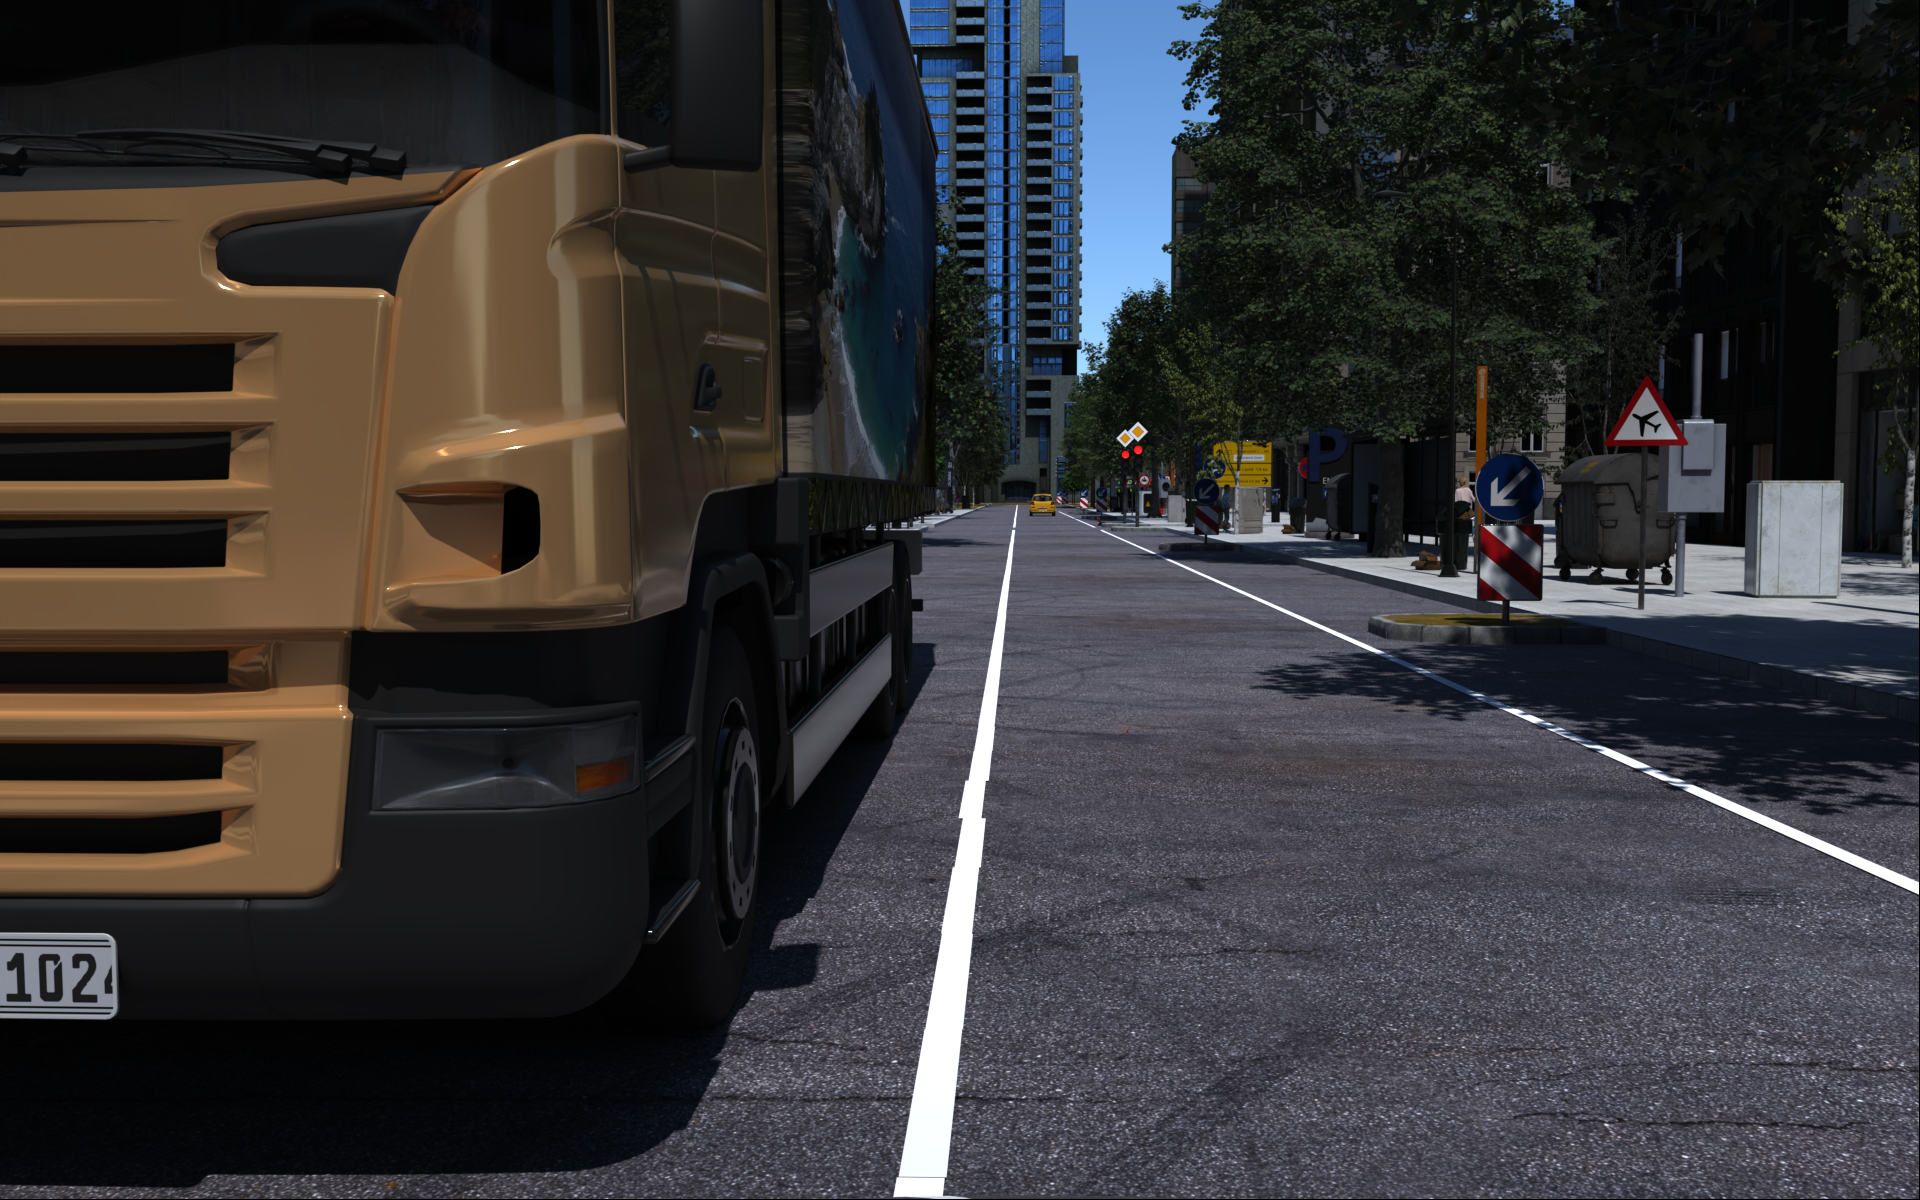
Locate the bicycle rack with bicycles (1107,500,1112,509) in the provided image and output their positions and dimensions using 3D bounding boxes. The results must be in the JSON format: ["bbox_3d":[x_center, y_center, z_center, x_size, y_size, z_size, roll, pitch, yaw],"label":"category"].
[{"bbox_3d":[13.066,-8.070,145.334,2.925,0.926,2.852,3,5,43],"label":"bicycle rack with bicycles"}]

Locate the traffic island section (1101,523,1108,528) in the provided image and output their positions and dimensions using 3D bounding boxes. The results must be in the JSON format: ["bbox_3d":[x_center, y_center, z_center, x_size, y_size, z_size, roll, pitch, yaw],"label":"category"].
[{"bbox_3d":[7.177,-3.238,75.226,2.009,0.180,2.903,0,4,2],"label":"traffic island section"}]

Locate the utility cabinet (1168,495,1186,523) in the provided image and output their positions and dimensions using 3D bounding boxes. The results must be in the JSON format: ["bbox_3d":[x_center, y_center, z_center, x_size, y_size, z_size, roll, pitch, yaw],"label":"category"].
[{"bbox_3d":[9.880,-4.089,78.018,1.020,1.237,0.306,0,4,1],"label":"utility cabinet"}]

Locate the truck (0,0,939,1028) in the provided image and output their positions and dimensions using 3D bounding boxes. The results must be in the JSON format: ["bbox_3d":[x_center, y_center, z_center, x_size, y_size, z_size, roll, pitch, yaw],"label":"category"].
[{"bbox_3d":[-1.627,-1.173,8.088,2.839,4.237,11.283,0,4,2],"label":"truck"}]

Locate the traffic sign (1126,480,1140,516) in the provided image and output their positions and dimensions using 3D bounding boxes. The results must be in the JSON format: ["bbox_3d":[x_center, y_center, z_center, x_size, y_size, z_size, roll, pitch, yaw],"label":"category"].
[{"bbox_3d":[10.222,-6.287,102.792,0.884,2.594,0.081,0,4,3],"label":"traffic sign"}]

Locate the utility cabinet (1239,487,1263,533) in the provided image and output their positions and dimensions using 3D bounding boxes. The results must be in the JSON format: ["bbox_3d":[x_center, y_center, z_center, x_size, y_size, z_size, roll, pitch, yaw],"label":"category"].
[{"bbox_3d":[9.385,-2.903,56.149,0.318,1.500,1.173,3,5,43],"label":"utility cabinet"}]

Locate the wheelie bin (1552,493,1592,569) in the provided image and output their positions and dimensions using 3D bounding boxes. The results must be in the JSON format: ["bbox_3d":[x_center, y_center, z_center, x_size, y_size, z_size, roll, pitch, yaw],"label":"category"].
[{"bbox_3d":[10.630,-1.344,29.875,0.693,1.594,0.980,2,4,29],"label":"wheelie bin"}]

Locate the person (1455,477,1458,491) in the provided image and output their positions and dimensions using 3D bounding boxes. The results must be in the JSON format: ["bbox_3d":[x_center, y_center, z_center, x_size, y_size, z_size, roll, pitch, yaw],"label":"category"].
[{"bbox_3d":[15.422,-2.935,54.128,0.391,1.810,0.635,-2,4,-33],"label":"person"}]

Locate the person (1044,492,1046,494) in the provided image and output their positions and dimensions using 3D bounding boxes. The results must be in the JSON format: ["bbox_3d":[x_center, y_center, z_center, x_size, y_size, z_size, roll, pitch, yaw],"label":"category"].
[{"bbox_3d":[10.987,-13.207,225.141,0.721,1.736,1.217,-3,5,-41],"label":"person"}]

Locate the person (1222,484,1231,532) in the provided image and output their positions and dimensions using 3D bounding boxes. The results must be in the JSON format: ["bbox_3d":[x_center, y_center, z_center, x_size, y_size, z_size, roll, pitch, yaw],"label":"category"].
[{"bbox_3d":[8.923,-3.065,57.970,0.330,1.601,0.589,1,4,19],"label":"person"}]

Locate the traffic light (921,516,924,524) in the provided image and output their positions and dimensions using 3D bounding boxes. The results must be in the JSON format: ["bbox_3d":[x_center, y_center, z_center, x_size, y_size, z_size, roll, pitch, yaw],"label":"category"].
[{"bbox_3d":[-1.619,-5.289,75.394,0.839,4.253,0.868,0,4,2],"label":"traffic light"}]

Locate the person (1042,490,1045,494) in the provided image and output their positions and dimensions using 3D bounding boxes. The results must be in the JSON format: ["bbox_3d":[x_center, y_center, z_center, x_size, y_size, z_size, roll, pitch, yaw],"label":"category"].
[{"bbox_3d":[8.687,-10.604,181.508,0.705,1.869,1.348,3,4,39],"label":"person"}]

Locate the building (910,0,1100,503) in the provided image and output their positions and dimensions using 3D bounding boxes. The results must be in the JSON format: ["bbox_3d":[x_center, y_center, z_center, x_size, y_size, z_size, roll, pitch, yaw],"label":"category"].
[{"bbox_3d":[4.723,-57.560,253.773,31.000,86.520,22.319,0,4,2],"label":"building"}]

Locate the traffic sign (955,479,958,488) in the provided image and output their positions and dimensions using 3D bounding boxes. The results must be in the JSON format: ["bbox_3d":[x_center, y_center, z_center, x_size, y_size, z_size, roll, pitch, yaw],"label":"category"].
[{"bbox_3d":[-0.513,-8.673,141.904,0.768,2.556,0.104,0,4,2],"label":"traffic sign"}]

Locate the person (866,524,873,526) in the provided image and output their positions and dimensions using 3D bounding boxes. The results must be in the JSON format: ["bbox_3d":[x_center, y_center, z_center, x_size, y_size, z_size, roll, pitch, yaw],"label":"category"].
[{"bbox_3d":[-3.787,-3.854,72.106,0.643,1.750,0.593,-2,4,-24],"label":"person"}]

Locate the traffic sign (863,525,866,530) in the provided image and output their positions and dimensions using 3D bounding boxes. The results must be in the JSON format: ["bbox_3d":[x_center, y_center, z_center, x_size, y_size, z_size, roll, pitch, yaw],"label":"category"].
[{"bbox_3d":[-3.090,-3.411,55.876,0.768,2.556,0.104,0,4,5],"label":"traffic sign"}]

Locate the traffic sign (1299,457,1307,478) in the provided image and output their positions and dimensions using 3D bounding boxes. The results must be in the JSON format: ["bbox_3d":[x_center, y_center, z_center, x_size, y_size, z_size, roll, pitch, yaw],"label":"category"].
[{"bbox_3d":[11.730,-3.545,58.075,0.768,2.556,0.104,0,4,2],"label":"traffic sign"}]

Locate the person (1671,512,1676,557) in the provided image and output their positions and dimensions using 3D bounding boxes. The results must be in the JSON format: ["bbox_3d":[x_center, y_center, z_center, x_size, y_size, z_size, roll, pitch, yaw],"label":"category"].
[{"bbox_3d":[14.612,-1.550,35.663,0.425,1.301,0.394,1,4,9],"label":"person"}]

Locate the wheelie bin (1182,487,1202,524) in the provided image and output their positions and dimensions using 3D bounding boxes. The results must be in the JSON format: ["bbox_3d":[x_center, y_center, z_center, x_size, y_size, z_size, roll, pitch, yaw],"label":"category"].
[{"bbox_3d":[10.066,-4.094,74.841,0.980,1.594,0.693,1,4,19],"label":"wheelie bin"}]

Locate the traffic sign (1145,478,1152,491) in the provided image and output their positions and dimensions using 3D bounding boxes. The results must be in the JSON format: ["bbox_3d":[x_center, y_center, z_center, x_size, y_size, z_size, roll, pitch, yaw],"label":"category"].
[{"bbox_3d":[13.471,-7.652,125.222,0.768,2.556,0.104,1,4,10],"label":"traffic sign"}]

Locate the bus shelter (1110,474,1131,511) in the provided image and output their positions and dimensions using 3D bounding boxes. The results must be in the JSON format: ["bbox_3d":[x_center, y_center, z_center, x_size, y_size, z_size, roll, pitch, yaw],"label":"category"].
[{"bbox_3d":[12.267,-8.386,131.028,2.014,3.302,5.546,0,4,2],"label":"bus shelter"}]

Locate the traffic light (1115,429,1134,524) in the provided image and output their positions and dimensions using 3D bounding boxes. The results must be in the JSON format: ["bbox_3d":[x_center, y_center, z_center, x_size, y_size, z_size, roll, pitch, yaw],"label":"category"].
[{"bbox_3d":[7.138,-5.272,75.113,0.839,4.253,0.868,0,4,2],"label":"traffic light"}]

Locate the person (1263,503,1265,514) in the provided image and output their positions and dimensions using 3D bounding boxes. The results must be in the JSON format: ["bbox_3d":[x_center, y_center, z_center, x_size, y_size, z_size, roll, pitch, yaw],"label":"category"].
[{"bbox_3d":[10.147,-2.933,58.674,0.352,1.250,0.332,-1,4,-14],"label":"person"}]

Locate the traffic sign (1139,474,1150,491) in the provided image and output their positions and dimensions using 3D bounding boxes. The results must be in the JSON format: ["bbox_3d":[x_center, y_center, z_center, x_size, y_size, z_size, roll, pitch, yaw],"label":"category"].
[{"bbox_3d":[11.839,-6.801,111.298,0.768,2.556,0.104,0,4,3],"label":"traffic sign"}]

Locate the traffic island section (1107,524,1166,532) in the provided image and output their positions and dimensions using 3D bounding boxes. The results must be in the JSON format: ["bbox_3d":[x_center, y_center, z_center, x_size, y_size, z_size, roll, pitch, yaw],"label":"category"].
[{"bbox_3d":[6.906,-2.750,67.245,2.009,0.180,2.903,0,4,2],"label":"traffic island section"}]

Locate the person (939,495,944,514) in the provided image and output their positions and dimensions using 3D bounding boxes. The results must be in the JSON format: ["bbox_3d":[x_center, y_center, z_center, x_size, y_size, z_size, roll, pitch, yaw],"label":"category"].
[{"bbox_3d":[-1.201,-6.178,111.323,0.475,1.303,0.640,2,4,30],"label":"person"}]

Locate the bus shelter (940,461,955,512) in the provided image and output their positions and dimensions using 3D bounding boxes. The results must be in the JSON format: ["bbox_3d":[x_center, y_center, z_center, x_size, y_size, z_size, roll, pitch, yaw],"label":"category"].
[{"bbox_3d":[-1.357,-8.111,123.894,1.731,3.624,6.357,0,4,2],"label":"bus shelter"}]

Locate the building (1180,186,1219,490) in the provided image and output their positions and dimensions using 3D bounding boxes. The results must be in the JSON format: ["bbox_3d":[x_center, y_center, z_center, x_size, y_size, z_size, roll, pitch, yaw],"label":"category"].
[{"bbox_3d":[40.705,-30.339,187.927,32.217,40.220,23.993,0,4,2],"label":"building"}]

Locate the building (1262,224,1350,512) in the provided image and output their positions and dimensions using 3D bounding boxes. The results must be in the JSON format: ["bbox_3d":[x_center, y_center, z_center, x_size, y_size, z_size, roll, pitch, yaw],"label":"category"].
[{"bbox_3d":[27.867,-17.044,129.576,10.553,20.767,40.483,0,4,2],"label":"building"}]

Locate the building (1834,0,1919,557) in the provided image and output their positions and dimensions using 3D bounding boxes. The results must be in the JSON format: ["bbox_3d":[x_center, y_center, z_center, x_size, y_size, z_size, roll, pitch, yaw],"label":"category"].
[{"bbox_3d":[28.684,-13.240,20.983,19.350,26.468,34.151,0,4,2],"label":"building"}]

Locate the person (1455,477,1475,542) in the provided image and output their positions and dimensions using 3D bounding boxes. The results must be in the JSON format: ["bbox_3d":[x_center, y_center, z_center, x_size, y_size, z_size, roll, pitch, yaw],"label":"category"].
[{"bbox_3d":[13.454,-2.388,45.751,0.731,1.740,0.598,-1,4,-21],"label":"person"}]

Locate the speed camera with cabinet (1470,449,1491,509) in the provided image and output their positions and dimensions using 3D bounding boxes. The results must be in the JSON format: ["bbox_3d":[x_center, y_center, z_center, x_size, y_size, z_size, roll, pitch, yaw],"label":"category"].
[{"bbox_3d":[22.496,-4.999,76.064,2.038,3.252,0.660,2,4,27],"label":"speed camera with cabinet"}]

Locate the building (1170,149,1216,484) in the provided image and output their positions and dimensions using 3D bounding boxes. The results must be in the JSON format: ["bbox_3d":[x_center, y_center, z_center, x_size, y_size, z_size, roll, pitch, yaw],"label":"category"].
[{"bbox_3d":[32.112,-32.025,207.202,14.154,41.232,14.086,0,4,2],"label":"building"}]

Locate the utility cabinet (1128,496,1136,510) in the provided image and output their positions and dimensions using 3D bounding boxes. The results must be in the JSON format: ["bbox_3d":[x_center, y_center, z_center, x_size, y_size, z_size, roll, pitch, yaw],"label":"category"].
[{"bbox_3d":[13.918,-7.837,139.288,1.020,1.237,0.306,-3,5,-41],"label":"utility cabinet"}]

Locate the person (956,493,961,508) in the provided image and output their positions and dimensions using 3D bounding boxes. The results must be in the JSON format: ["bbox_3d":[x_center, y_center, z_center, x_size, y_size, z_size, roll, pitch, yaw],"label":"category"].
[{"bbox_3d":[-0.228,-9.525,165.000,0.991,1.433,0.599,-2,4,-35],"label":"person"}]

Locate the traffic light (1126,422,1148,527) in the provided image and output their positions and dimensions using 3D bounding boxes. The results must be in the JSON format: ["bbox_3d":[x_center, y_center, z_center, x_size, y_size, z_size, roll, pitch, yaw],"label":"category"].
[{"bbox_3d":[6.867,-4.784,67.133,0.839,4.253,0.868,0,4,2],"label":"traffic light"}]

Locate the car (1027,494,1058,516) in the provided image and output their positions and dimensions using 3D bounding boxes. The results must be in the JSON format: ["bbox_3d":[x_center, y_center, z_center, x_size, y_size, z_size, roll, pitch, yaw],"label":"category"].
[{"bbox_3d":[5.402,-6.315,113.473,2.015,1.641,3.980,0,4,2],"label":"car"}]

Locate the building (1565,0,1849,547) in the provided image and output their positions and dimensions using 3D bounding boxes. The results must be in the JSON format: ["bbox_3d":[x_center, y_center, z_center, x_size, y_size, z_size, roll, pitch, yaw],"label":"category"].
[{"bbox_3d":[25.267,-13.285,46.889,12.332,23.373,15.834,0,4,2],"label":"building"}]

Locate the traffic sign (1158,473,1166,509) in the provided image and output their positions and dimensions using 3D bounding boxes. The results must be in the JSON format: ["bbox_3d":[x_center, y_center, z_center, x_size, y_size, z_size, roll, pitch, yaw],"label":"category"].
[{"bbox_3d":[12.269,-6.506,106.477,0.768,2.556,0.104,0,4,3],"label":"traffic sign"}]

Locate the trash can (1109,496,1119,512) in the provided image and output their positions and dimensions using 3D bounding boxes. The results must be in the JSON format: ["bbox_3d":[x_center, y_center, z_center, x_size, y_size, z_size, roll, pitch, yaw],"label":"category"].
[{"bbox_3d":[10.989,-6.839,123.471,0.748,1.137,0.748,0,3,0],"label":"trash can"}]

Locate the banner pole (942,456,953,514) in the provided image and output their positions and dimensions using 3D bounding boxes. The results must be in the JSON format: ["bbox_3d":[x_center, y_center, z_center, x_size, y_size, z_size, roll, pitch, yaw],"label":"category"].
[{"bbox_3d":[-0.809,-7.544,113.367,0.863,3.779,0.401,2,4,35],"label":"banner pole"}]

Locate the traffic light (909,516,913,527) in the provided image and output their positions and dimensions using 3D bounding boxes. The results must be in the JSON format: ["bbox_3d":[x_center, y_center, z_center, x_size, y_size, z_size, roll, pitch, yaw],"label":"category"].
[{"bbox_3d":[-1.890,-4.801,67.413,0.839,4.253,0.868,0,4,2],"label":"traffic light"}]

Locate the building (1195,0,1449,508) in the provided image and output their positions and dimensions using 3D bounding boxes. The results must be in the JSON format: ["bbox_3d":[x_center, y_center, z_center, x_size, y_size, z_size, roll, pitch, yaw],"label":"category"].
[{"bbox_3d":[33.974,-44.446,164.935,20.563,71.187,20.611,0,4,2],"label":"building"}]

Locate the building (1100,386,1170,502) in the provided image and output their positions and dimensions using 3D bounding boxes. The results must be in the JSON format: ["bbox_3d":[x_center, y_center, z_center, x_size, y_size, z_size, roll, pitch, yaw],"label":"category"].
[{"bbox_3d":[35.454,-25.259,258.022,28.899,21.520,27.650,0,4,2],"label":"building"}]

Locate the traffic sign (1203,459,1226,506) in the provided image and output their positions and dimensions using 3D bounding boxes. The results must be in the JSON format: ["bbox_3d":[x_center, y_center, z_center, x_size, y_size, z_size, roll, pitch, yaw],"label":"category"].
[{"bbox_3d":[8.698,-3.618,59.265,0.768,2.556,0.104,1,4,9],"label":"traffic sign"}]

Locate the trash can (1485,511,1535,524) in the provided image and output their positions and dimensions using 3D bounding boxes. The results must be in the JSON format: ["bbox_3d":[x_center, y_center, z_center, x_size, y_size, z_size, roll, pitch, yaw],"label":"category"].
[{"bbox_3d":[10.110,-1.212,31.467,0.748,1.137,0.748,0,3,0],"label":"trash can"}]

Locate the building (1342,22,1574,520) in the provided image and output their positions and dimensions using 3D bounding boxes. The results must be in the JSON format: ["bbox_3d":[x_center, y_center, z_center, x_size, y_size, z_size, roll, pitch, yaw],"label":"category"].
[{"bbox_3d":[33.452,-17.900,89.927,25.104,27.353,12.463,0,4,2],"label":"building"}]

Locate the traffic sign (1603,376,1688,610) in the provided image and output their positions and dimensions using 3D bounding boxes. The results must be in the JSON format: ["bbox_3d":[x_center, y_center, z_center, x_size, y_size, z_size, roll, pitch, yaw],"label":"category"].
[{"bbox_3d":[7.565,-1.172,19.163,0.884,2.594,0.081,1,4,11],"label":"traffic sign"}]

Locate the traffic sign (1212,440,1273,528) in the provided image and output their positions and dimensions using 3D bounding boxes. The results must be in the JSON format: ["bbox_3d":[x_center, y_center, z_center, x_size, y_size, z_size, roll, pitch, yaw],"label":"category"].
[{"bbox_3d":[10.691,-4.389,65.638,2.265,3.308,0.079,1,4,10],"label":"traffic sign"}]

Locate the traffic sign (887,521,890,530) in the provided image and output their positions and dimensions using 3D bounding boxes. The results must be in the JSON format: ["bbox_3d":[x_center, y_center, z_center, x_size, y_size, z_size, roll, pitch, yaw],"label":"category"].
[{"bbox_3d":[-2.359,-3.493,57.218,0.768,2.556,0.104,0,4,4],"label":"traffic sign"}]

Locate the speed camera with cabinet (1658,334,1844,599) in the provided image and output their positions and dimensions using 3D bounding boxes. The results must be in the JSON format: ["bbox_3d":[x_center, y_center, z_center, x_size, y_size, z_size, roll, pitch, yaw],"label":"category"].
[{"bbox_3d":[9.818,-1.664,21.536,2.038,3.252,0.660,1,4,9],"label":"speed camera with cabinet"}]

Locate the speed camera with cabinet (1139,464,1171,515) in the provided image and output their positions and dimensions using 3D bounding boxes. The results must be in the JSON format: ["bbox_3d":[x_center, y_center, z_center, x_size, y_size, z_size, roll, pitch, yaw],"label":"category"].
[{"bbox_3d":[11.760,-6.770,105.032,2.038,3.252,0.660,-2,4,-24],"label":"speed camera with cabinet"}]

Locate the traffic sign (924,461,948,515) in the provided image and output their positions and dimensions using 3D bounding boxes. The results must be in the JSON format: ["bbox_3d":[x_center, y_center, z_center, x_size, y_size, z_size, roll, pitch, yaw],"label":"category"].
[{"bbox_3d":[-1.851,-6.812,105.245,2.265,3.308,0.079,0,4,7],"label":"traffic sign"}]

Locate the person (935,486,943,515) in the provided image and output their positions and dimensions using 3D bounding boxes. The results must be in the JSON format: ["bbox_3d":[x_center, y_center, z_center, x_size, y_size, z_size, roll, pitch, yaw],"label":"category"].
[{"bbox_3d":[-1.331,-5.968,103.840,0.478,1.798,0.641,2,4,34],"label":"person"}]

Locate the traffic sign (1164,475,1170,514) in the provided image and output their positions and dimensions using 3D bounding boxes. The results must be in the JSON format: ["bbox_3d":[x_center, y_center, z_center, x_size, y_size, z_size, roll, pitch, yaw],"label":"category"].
[{"bbox_3d":[13.493,-6.896,112.853,0.768,2.556,0.104,0,4,6],"label":"traffic sign"}]
